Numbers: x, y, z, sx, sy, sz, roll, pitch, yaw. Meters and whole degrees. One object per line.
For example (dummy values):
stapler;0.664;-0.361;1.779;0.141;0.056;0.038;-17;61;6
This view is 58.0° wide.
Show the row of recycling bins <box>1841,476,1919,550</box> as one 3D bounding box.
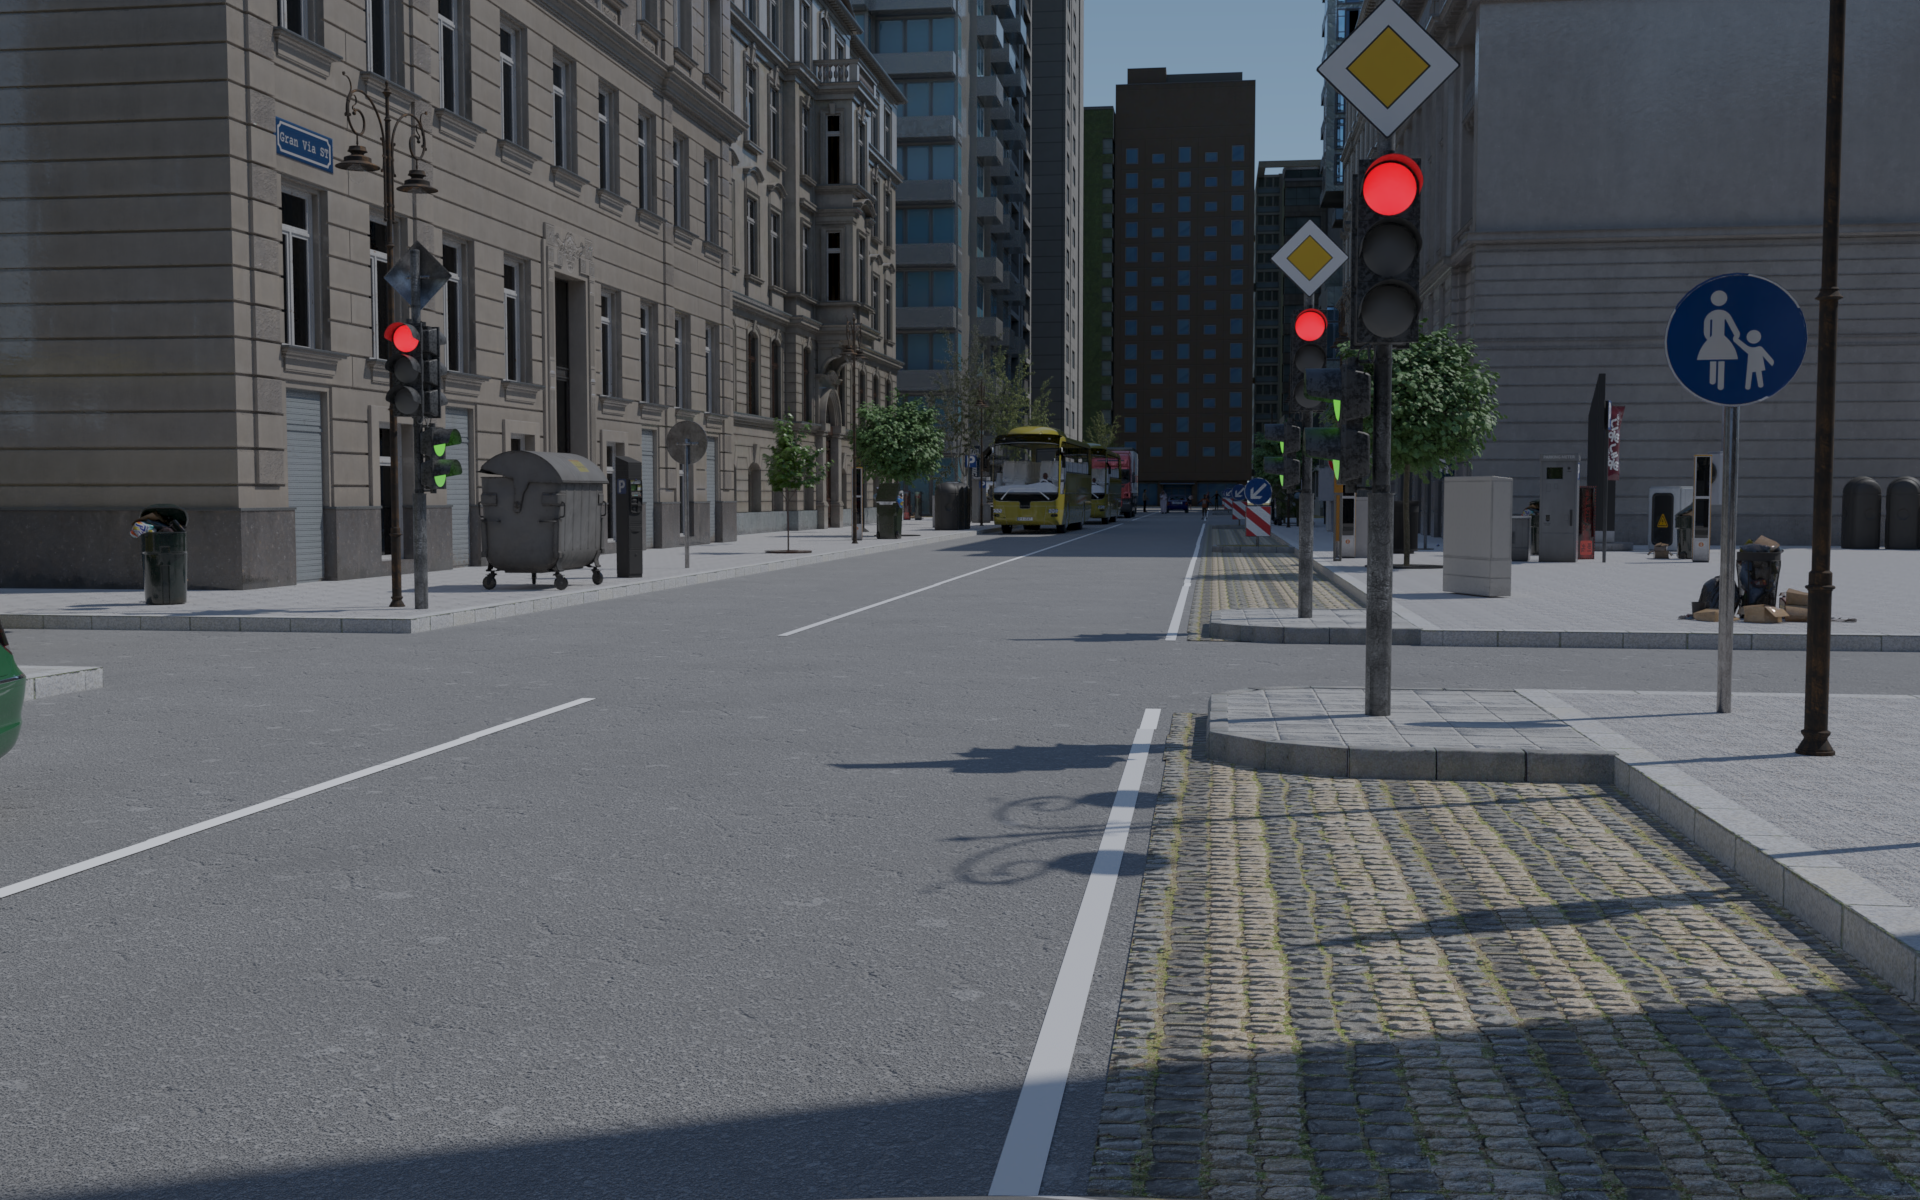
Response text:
row of recycling bins;22.343;-2.010;39.980;3.534;1.692;1.069;1;4;23

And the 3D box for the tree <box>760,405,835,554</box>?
tree;-3.759;-2.626;37.542;1.663;3.219;1.824;0;3;0

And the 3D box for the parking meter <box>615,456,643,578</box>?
parking meter;-5.068;-1.274;26.547;0.399;1.863;0.255;3;5;43

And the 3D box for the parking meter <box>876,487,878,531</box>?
parking meter;-2.620;-3.045;58.199;0.372;1.533;0.369;0;3;0

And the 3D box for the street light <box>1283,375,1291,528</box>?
street light;12.586;-5.714;66.204;0.468;5.910;1.993;1;4;8

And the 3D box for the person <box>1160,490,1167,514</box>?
person;14.710;-7.107;125.375;0.551;1.740;0.621;0;4;-7

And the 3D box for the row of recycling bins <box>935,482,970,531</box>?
row of recycling bins;-0.218;-3.389;62.521;1.069;1.692;3.534;1;4;9

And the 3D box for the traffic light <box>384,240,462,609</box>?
traffic light;-6.000;-1.854;19.229;0.839;4.253;0.868;1;4;8

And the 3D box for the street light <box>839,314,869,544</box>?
street light;-2.721;-4.395;44.643;0.468;5.910;1.993;1;4;8

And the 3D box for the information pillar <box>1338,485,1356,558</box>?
information pillar;7.728;-1.840;34.584;0.304;2.012;0.304;0;4;3

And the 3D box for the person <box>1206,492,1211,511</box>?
person;20.841;-8.288;145.481;0.415;1.643;0.593;0;4;8

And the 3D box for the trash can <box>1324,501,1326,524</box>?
trash can;15.019;-3.569;70.004;0.748;1.137;0.748;0;3;0

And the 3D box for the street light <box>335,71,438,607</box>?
street light;-6.408;-2.859;19.539;0.468;5.910;1.993;1;4;8

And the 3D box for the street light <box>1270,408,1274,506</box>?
street light;16.420;-7.248;91.286;0.468;5.910;1.993;1;4;8

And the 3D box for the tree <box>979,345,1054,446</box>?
tree;2.544;-8.325;86.468;4.737;8.622;4.395;0;3;0

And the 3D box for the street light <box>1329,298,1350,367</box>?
street light;9.025;-4.177;41.082;0.468;5.910;1.993;1;4;8

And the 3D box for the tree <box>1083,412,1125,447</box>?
tree;12.795;-12.363;152.501;4.737;8.622;4.395;0;3;0

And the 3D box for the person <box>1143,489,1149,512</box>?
person;14.613;-7.832;136.555;0.705;1.823;1.348;2;4;23

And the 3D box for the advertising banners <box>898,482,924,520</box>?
advertising banners;-2.611;-5.468;85.589;2.074;3.025;0.090;3;5;40

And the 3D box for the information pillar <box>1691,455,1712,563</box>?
information pillar;13.923;-1.714;32.514;0.304;2.012;0.304;1;4;20

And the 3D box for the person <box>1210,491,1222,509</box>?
person;23.661;-9.233;159.982;1.217;1.766;0.721;-2;4;-26

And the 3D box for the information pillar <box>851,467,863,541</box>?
information pillar;-2.842;-2.647;47.775;0.304;2.012;0.304;0;4;-2

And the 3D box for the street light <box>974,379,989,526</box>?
street light;0.870;-5.931;69.761;0.468;5.910;1.993;1;4;8

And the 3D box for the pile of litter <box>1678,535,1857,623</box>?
pile of litter;8.233;-0.222;17.597;1.719;0.858;1.176;1;4;22

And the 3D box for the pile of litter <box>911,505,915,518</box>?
pile of litter;-2.498;-4.751;91.642;1.176;0.858;1.719;2;4;31

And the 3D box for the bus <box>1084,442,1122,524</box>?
bus;6.397;-5.761;85.744;2.896;3.916;12.252;1;4;8

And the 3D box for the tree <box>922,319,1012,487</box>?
tree;0.182;-7.530;73.476;4.360;8.622;3.978;0;3;0

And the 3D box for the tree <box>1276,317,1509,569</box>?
tree;7.822;-2.848;30.272;4.285;4.588;4.351;0;3;0

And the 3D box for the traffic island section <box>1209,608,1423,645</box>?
traffic island section;3.601;0.264;17.963;2.009;0.180;2.903;1;4;8

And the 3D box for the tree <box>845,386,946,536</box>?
tree;-1.909;-4.239;53.017;4.285;4.588;4.351;0;3;0

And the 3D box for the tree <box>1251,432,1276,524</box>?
tree;14.097;-5.600;75.279;4.285;4.588;4.351;0;3;0

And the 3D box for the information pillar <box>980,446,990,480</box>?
information pillar;1.236;-5.658;83.870;0.504;3.616;0.183;1;4;17

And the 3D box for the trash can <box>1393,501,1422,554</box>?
trash can;9.561;-1.570;37.322;0.748;1.137;0.748;0;3;0

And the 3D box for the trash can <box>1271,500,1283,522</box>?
trash can;14.820;-4.236;80.904;0.748;1.137;0.748;0;3;0

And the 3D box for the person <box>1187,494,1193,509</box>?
person;20.865;-8.879;156.867;0.799;1.438;0.628;2;4;28

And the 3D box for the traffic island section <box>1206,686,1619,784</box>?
traffic island section;2.448;0.747;10.061;2.009;0.180;2.903;1;4;8

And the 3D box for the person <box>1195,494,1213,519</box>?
person;13.794;-5.257;97.718;1.065;1.426;0.557;2;4;24

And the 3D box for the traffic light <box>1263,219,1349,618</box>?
traffic light;3.563;-1.770;17.855;0.839;4.253;0.868;1;4;8

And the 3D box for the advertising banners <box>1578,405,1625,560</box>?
advertising banners;12.221;-2.304;33.857;2.074;3.025;0.090;-2;4;-26

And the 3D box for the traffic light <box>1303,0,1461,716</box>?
traffic light;2.410;-1.286;9.953;0.839;4.253;0.868;1;4;8

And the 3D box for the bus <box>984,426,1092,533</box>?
bus;3.258;-4.590;66.601;2.896;3.916;12.252;1;4;10

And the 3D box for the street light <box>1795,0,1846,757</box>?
street light;4.222;-2.176;8.371;0.468;5.910;1.993;1;4;8
